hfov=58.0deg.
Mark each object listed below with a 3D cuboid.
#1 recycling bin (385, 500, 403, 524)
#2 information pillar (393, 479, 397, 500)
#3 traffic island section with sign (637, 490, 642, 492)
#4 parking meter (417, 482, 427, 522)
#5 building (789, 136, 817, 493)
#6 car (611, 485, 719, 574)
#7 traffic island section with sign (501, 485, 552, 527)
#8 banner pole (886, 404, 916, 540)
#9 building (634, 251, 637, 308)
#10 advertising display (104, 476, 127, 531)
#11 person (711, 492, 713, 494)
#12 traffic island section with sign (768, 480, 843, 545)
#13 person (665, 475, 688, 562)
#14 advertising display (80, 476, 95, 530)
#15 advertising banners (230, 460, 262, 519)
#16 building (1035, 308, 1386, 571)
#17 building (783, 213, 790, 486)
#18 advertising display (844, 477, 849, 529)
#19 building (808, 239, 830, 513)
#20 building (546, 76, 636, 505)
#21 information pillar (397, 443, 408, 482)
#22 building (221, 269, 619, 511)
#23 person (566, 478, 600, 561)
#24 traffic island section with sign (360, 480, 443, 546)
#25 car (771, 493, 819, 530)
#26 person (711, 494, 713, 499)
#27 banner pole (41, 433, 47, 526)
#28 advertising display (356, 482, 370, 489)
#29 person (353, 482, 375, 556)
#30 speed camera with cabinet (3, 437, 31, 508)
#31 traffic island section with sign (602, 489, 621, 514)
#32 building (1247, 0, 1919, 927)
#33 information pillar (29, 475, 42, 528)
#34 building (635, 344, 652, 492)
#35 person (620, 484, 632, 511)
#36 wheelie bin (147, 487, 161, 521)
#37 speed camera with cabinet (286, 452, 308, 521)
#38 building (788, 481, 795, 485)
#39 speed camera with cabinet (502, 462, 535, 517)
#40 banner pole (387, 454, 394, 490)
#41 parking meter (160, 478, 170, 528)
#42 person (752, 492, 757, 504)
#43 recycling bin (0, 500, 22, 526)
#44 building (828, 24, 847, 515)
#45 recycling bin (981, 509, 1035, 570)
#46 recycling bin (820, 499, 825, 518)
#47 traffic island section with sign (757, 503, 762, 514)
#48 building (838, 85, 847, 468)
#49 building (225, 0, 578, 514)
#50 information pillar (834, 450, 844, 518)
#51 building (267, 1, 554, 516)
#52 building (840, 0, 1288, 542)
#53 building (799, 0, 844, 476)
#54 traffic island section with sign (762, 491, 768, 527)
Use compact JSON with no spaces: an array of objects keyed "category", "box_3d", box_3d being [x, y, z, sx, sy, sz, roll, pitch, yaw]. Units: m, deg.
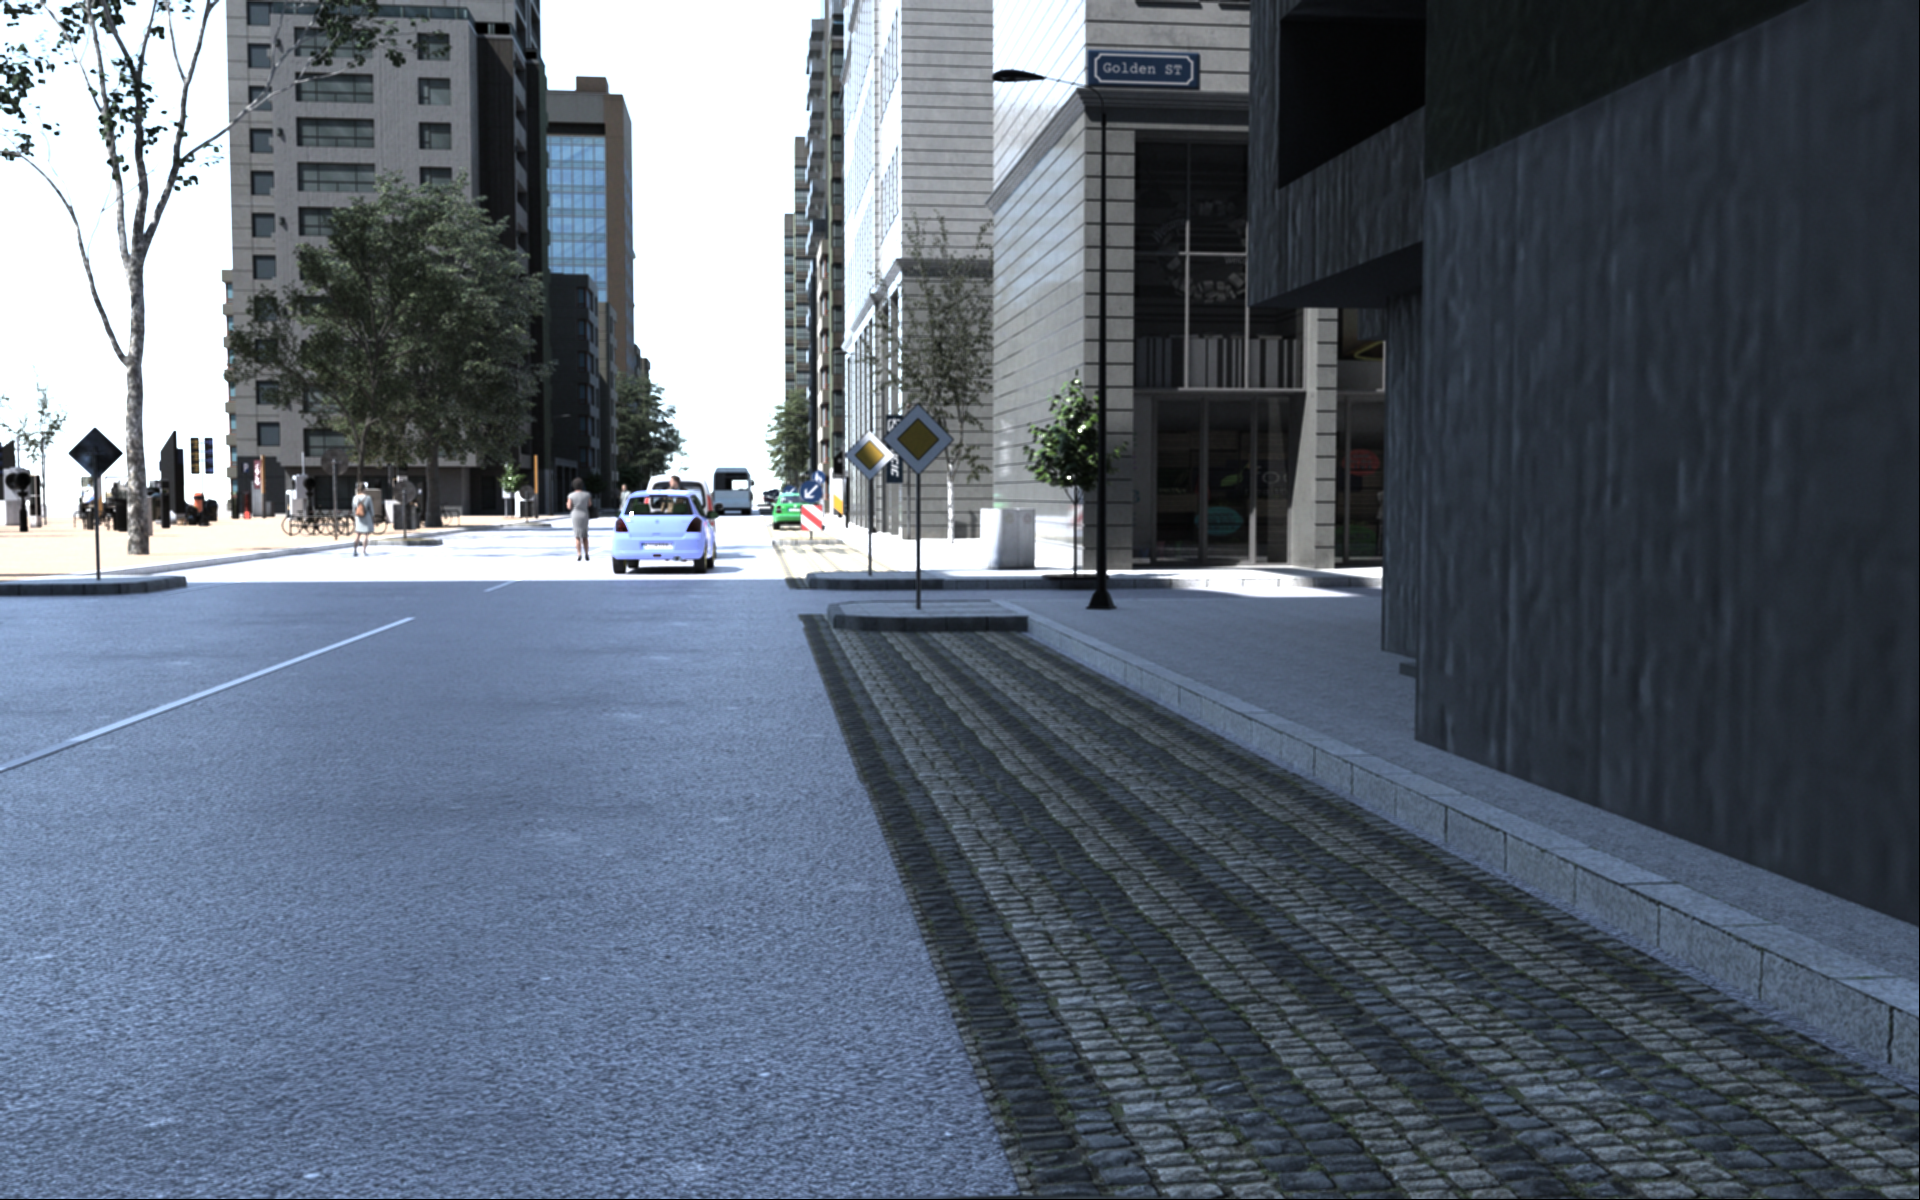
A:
[{"category":"recycling bin","box_3d":[-24.449,-3.824,75.068,0.722,1.027,0.722,0,4,0]},{"category":"information pillar","box_3d":[-27.137,-4.831,83.486,0.304,2.012,0.304,-1,4,-10]},{"category":"traffic island section with sign","box_3d":[-28.022,-8.770,152.010,1.989,1.847,2.006,0,4,-7]},{"category":"parking meter","box_3d":[-25.093,-4.590,80.756,0.399,1.863,0.255,2,4,24]},{"category":"building","box_3d":[-12.245,-31.669,201.387,14.154,41.232,14.086,0,4,-7]},{"category":"car","box_3d":[-5.519,-1.399,32.463,1.945,1.707,3.694,0,4,-5]},{"category":"traffic island section with sign","box_3d":[-18.848,-4.084,75.409,1.989,1.847,2.006,0,4,-7]},{"category":"banner pole","box_3d":[-1.657,-3.556,48.150,0.863,3.779,0.401,0,4,-2]},{"category":"building","box_3d":[-57.426,-33.360,237.320,32.217,40.220,23.993,0,4,-7]},{"category":"advertising display","box_3d":[-29.455,-3.387,60.597,0.974,1.923,0.123,1,4,12]},{"category":"person","box_3d":[-34.343,-14.158,240.518,0.617,1.759,0.750,2,4,35]},{"category":"traffic island section with sign","box_3d":[-4.367,-2.488,49.307,1.989,1.847,2.006,0,4,-7]},{"category":"person","box_3d":[-6.071,-1.734,36.768,0.656,1.842,0.836,-2,4,-30]},{"category":"advertising display","box_3d":[-31.128,-3.468,61.923,0.974,1.923,0.123,3,4,37]},{"category":"advertising banners","box_3d":[-36.400,-5.635,88.320,2.074,3.025,0.090,1,4,20]},{"category":"building","box_3d":[16.035,-15.760,35.175,29.804,29.767,11.434,0,4,-7]},{"category":"building","box_3d":[-18.775,-34.893,254.095,14.154,41.232,14.086,0,4,-7]},{"category":"advertising display","box_3d":[-4.223,-3.630,64.557,0.123,1.923,0.974,0,4,-8]},{"category":"building","box_3d":[2.626,-17.651,133.627,27.650,21.520,28.899,0,4,-7]},{"category":"building","box_3d":[-43.126,-32.995,189.586,14.600,45.320,14.200,0,4,-7]},{"category":"information pillar","box_3d":[-25.323,-5.338,78.632,0.183,3.616,0.504,3,5,42]},{"category":"building","box_3d":[-44.629,-18.599,149.132,27.650,21.520,28.899,0,4,-7]},{"category":"person","box_3d":[-8.084,-1.728,37.109,0.716,1.782,0.532,-2,4,-28]},{"category":"traffic island section with sign","box_3d":[-15.637,-2.448,48.645,1.989,1.847,2.006,0,4,-7]},{"category":"car","box_3d":[-6.677,-3.750,70.114,1.959,1.807,4.718,0,4,-6]},{"category":"person","box_3d":[-26.495,-10.607,185.163,0.421,1.427,0.697,0,4,-7]},{"category":"banner pole","box_3d":[-37.272,-4.924,70.531,0.401,3.779,0.863,-2,4,-34]},{"category":"advertising display","box_3d":[-31.328,-5.241,90.897,0.974,1.923,0.123,2,4,33]},{"category":"person","box_3d":[-13.761,-1.859,39.900,0.512,1.701,0.522,0,4,-7]},{"category":"speed camera with cabinet","box_3d":[-33.218,-3.996,59.664,2.038,3.252,0.660,0,4,-7]},{"category":"traffic island section with sign","box_3d":[-24.792,-7.121,125.057,1.989,1.847,2.006,0,4,-7]},{"category":"building","box_3d":[9.094,-14.637,11.020,14.160,30.474,14.107,0,4,-7]},{"category":"information pillar","box_3d":[-35.438,-3.784,66.359,0.304,2.012,0.304,0,4,6]},{"category":"building","box_3d":[-52.546,-22.434,211.830,27.650,21.520,28.899,0,4,-7]},{"category":"person","box_3d":[-12.564,-3.448,64.969,0.635,1.810,0.391,2,4,34]},{"category":"wheelie bin","box_3d":[-37.920,-4.491,81.330,0.980,1.594,0.693,0,3,0]},{"category":"speed camera with cabinet","box_3d":[-31.530,-5.383,82.341,0.660,3.252,2.038,-2,4,-33]},{"category":"building","box_3d":[-7.251,-33.288,236.132,32.217,40.220,23.993,0,4,-7]},{"category":"speed camera with cabinet","box_3d":[-24.540,-6.232,96.237,2.038,3.252,0.660,3,4,36]},{"category":"banner pole","box_3d":[-29.899,-6.176,90.999,0.401,3.779,0.863,1,4,9]},{"category":"parking meter","box_3d":[-29.690,-3.607,64.691,0.255,1.863,0.399,-2,4,-35]},{"category":"person","box_3d":[-28.964,-14.227,241.825,1.217,1.735,0.721,1,4,10]},{"category":"recycling bin","box_3d":[-38.342,-3.511,69.953,0.722,1.027,0.722,3,4,37]},{"category":"building","box_3d":[-1.491,-20.767,111.247,14.160,30.474,14.107,0,4,-7]},{"category":"recycling bin","box_3d":[0.824,-1.058,29.859,0.722,1.027,0.722,-2,4,-28]},{"category":"recycling bin","box_3d":[-7.763,-5.027,94.742,0.722,1.027,0.722,0,4,-6]},{"category":"traffic island section with sign","box_3d":[-13.556,-7.180,126.020,1.989,1.847,2.006,0,4,-7]},{"category":"building","box_3d":[1.362,-18.192,90.939,14.314,27.812,24.014,0,4,-7]},{"category":"building","box_3d":[-38.373,-41.857,122.614,20.563,71.187,20.611,0,4,-7]},{"category":"information pillar","box_3d":[-6.503,-6.203,92.776,0.504,3.616,0.183,0,4,6]},{"category":"building","box_3d":[-33.133,-20.476,106.483,14.160,30.474,14.107,0,4,-7]},{"category":"building","box_3d":[1.930,-17.509,63.766,11.434,29.767,29.804,0,4,-7]},{"category":"building","box_3d":[-3.020,-33.196,162.365,23.786,49.044,30.456,0,4,-7]},{"category":"traffic island section with sign","box_3d":[-7.577,-4.125,76.071,1.989,1.847,2.006,0,4,-7]}]
